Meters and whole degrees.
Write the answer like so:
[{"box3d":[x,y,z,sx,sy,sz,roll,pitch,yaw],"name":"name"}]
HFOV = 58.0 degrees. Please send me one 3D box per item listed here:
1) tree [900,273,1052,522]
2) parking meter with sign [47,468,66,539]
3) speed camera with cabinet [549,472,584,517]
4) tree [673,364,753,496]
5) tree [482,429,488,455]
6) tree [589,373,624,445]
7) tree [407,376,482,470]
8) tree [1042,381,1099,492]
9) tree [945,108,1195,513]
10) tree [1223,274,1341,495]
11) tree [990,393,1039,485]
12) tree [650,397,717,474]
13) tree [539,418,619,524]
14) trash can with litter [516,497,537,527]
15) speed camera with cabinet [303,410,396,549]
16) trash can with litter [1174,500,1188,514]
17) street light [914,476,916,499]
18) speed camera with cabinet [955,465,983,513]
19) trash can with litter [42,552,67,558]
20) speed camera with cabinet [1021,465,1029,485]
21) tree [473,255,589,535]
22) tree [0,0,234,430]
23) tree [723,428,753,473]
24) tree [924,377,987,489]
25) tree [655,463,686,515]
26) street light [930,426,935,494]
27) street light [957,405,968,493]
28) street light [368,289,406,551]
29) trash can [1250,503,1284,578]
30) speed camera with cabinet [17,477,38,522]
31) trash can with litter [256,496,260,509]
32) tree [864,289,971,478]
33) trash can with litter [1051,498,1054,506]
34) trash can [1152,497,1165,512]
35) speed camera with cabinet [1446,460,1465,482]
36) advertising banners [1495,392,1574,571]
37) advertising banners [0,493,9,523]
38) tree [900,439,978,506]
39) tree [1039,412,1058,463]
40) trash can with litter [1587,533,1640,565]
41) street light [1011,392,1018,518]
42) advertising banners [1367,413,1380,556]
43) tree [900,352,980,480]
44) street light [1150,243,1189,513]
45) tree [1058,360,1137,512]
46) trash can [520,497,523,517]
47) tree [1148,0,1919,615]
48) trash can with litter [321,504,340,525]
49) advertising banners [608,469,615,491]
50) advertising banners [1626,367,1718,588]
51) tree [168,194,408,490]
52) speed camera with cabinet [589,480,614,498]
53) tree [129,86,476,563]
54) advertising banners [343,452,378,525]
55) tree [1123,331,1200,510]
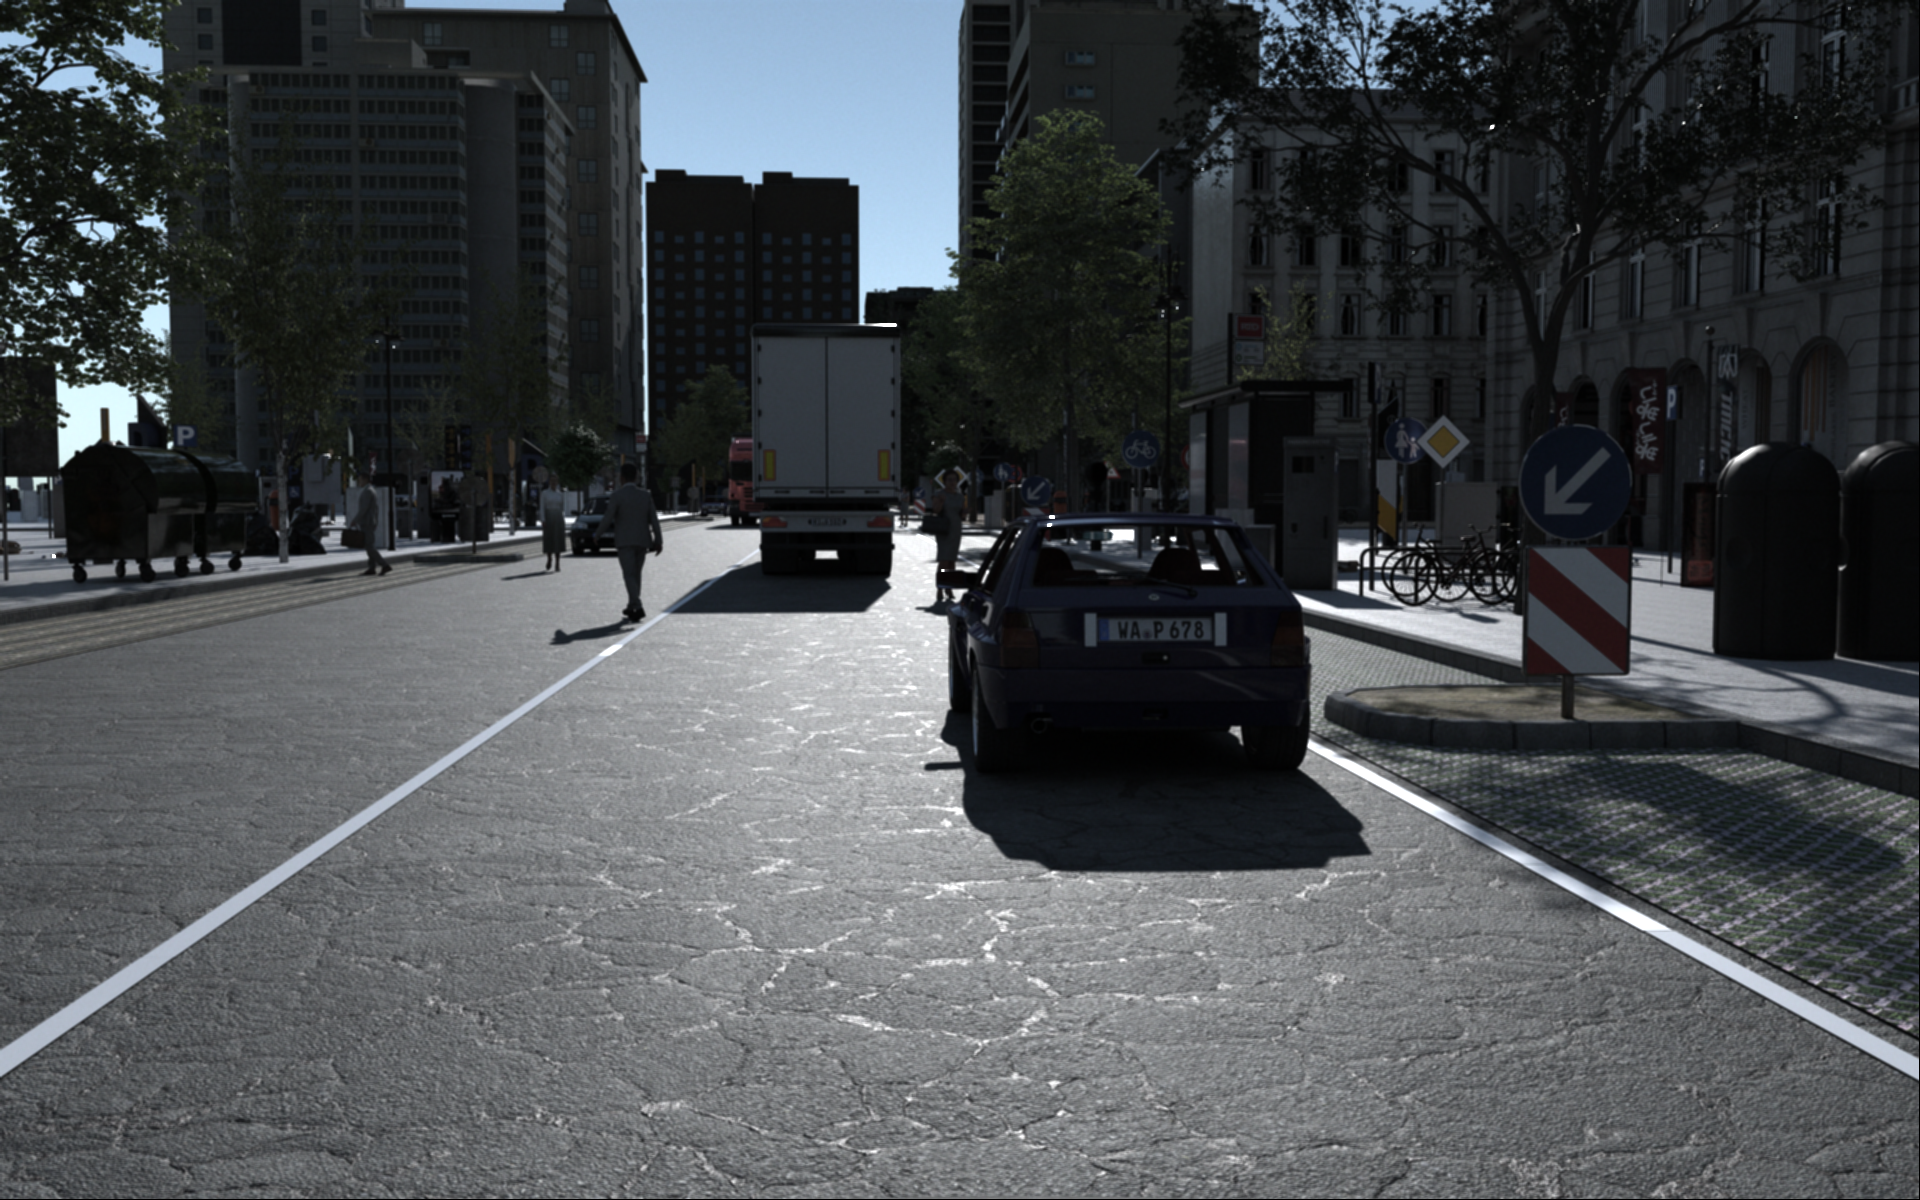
[{"box3d":[0.756,-9.448,80.222,9.928,11.665,9.643,0,3,0],"name":"tree"},{"box3d":[-26.155,-3.328,50.677,0.543,3.016,1.738,0,4,5],"name":"parking meter with sign"},{"box3d":[-22.325,-6.325,97.745,2.038,3.252,0.660,-2,4,-34],"name":"speed camera with cabinet"},{"box3d":[-21.151,-14.230,150.788,7.486,12.596,7.792,0,3,0],"name":"tree"},{"box3d":[-36.748,-10.818,127.244,4.360,8.622,3.978,0,3,0],"name":"tree"},{"box3d":[-22.224,-9.407,104.164,4.737,8.622,4.395,0,3,0],"name":"tree"},{"box3d":[-32.675,-9.571,106.854,4.360,8.622,3.978,0,3,0],"name":"tree"},{"box3d":[6.930,-9.717,109.233,4.737,8.622,4.395,0,3,0],"name":"tree"},{"box3d":[3.010,-8.189,52.022,7.486,12.596,7.792,0,3,0],"name":"tree"},{"box3d":[10.891,-6.622,58.635,4.360,8.622,3.978,0,3,0],"name":"tree"},{"box3d":[4.266,-10.762,126.326,4.360,8.622,3.978,0,3,0],"name":"tree"},{"box3d":[-20.591,-11.061,131.203,4.737,8.622,4.395,0,3,0],"name":"tree"},{"box3d":[-16.318,-5.502,73.673,4.285,4.588,4.351,0,3,0],"name":"tree"},{"box3d":[-17.032,-3.440,67.631,1.055,1.170,0.624,-1,4,-9],"name":"trash can with litter"},{"box3d":[-14.358,-2.837,40.726,2.038,3.252,0.660,1,4,9],"name":"speed camera with cabinet"},{"box3d":[5.344,-1.921,42.797,1.055,1.170,0.624,0,4,-4],"name":"trash can with litter"},{"box3d":[-3.707,-10.364,142.233,0.468,5.910,1.993,0,4,-4],"name":"street light"},{"box3d":[0.549,-7.619,118.906,2.038,3.252,0.660,2,4,32],"name":"speed camera with cabinet"},{"box3d":[-17.804,-1.476,35.188,1.678,1.210,2.233,-3,5,-44],"name":"trash can with litter"},{"box3d":[4.330,-7.557,117.892,0.660,3.252,2.038,-1,4,-11],"name":"speed camera with cabinet"},{"box3d":[-14.044,-6.330,53.851,4.737,8.622,4.395,0,3,0],"name":"tree"},{"box3d":[-12.005,-6.151,18.701,7.486,12.596,7.792,0,3,0],"name":"tree"},{"box3d":[-24.921,-15.141,197.912,4.360,8.622,3.978,0,3,0],"name":"tree"},{"box3d":[-0.421,-9.738,109.574,4.737,8.622,4.395,0,3,0],"name":"tree"},{"box3d":[-18.843,-7.204,112.392,1.663,3.219,1.824,0,3,0],"name":"tree"},{"box3d":[-1.790,-8.712,115.227,0.468,5.910,1.993,0,4,-4],"name":"street light"},{"box3d":[0.117,-7.026,87.656,0.468,5.910,1.993,0,4,-4],"name":"street light"},{"box3d":[-12.892,-4.057,39.116,0.468,5.910,1.993,0,4,-4],"name":"street light"},{"box3d":[4.848,-0.925,26.779,0.748,1.137,0.748,0,3,0],"name":"trash can"},{"box3d":[-43.097,-5.242,80.042,0.660,3.252,2.038,-2,4,-34],"name":"speed camera with cabinet"},{"box3d":[-33.145,-4.363,82.720,1.055,1.170,0.624,1,4,20],"name":"trash can with litter"},{"box3d":[-5.148,-18.637,160.608,12.611,20.169,13.585,0,3,0],"name":"tree"},{"box3d":[4.250,-4.344,82.414,1.055,1.170,0.624,3,5,45],"name":"trash can with litter"},{"box3d":[9.590,-4.318,82.251,0.748,1.137,0.748,0,3,0],"name":"trash can"},{"box3d":[20.571,-4.685,70.941,0.660,3.252,2.038,0,4,-8],"name":"speed camera with cabinet"},{"box3d":[9.744,-2.025,29.292,2.074,3.025,0.090,-3,4,-37],"name":"advertising banners"},{"box3d":[-43.259,-4.916,76.559,2.074,3.025,0.090,-2,4,-25],"name":"advertising banners"},{"box3d":[-0.674,-7.210,101.591,4.285,4.588,4.351,0,3,0],"name":"tree"},{"box3d":[7.392,-9.409,104.199,4.360,8.622,3.978,0,3,0],"name":"tree"},{"box3d":[11.919,-1.302,32.343,1.678,1.210,2.233,0,4,-3],"name":"trash can with litter"},{"box3d":[1.950,-5.327,59.879,0.468,5.910,1.993,0,4,-4],"name":"street light"},{"box3d":[8.798,-2.490,36.898,0.090,3.025,2.074,0,4,8],"name":"advertising banners"},{"box3d":[-3.069,-13.381,135.789,9.611,12.733,9.660,0,3,0],"name":"tree"},{"box3d":[3.861,-3.628,32.111,0.468,5.910,1.993,0,4,-4],"name":"street light"},{"box3d":[7.910,-8.731,93.108,4.360,8.622,3.978,0,3,0],"name":"tree"},{"box3d":[-22.148,-4.711,88.680,0.748,1.137,0.748,0,3,0],"name":"trash can"},{"box3d":[5.906,-5.099,17.783,8.767,10.594,7.601,1,4,18],"name":"tree"},{"box3d":[-27.559,-3.827,73.630,2.233,1.210,1.678,-1,4,-19],"name":"trash can with litter"},{"box3d":[-18.161,-5.955,93.549,2.074,3.025,0.090,0,4,7],"name":"advertising banners"},{"box3d":[10.209,-1.685,23.744,2.074,3.025,0.090,1,4,21],"name":"advertising banners"},{"box3d":[-16.659,-5.670,43.074,4.360,8.622,3.978,0,3,0],"name":"tree"},{"box3d":[-19.459,-6.179,95.367,2.038,3.252,0.660,2,4,29],"name":"speed camera with cabinet"},{"box3d":[-12.405,-4.993,31.998,4.737,8.622,4.395,0,3,0],"name":"tree"},{"box3d":[-24.492,-4.567,70.850,0.090,3.025,2.074,1,4,22],"name":"advertising banners"},{"box3d":[9.099,-7.805,77.972,4.737,8.622,4.395,0,3,0],"name":"tree"}]
